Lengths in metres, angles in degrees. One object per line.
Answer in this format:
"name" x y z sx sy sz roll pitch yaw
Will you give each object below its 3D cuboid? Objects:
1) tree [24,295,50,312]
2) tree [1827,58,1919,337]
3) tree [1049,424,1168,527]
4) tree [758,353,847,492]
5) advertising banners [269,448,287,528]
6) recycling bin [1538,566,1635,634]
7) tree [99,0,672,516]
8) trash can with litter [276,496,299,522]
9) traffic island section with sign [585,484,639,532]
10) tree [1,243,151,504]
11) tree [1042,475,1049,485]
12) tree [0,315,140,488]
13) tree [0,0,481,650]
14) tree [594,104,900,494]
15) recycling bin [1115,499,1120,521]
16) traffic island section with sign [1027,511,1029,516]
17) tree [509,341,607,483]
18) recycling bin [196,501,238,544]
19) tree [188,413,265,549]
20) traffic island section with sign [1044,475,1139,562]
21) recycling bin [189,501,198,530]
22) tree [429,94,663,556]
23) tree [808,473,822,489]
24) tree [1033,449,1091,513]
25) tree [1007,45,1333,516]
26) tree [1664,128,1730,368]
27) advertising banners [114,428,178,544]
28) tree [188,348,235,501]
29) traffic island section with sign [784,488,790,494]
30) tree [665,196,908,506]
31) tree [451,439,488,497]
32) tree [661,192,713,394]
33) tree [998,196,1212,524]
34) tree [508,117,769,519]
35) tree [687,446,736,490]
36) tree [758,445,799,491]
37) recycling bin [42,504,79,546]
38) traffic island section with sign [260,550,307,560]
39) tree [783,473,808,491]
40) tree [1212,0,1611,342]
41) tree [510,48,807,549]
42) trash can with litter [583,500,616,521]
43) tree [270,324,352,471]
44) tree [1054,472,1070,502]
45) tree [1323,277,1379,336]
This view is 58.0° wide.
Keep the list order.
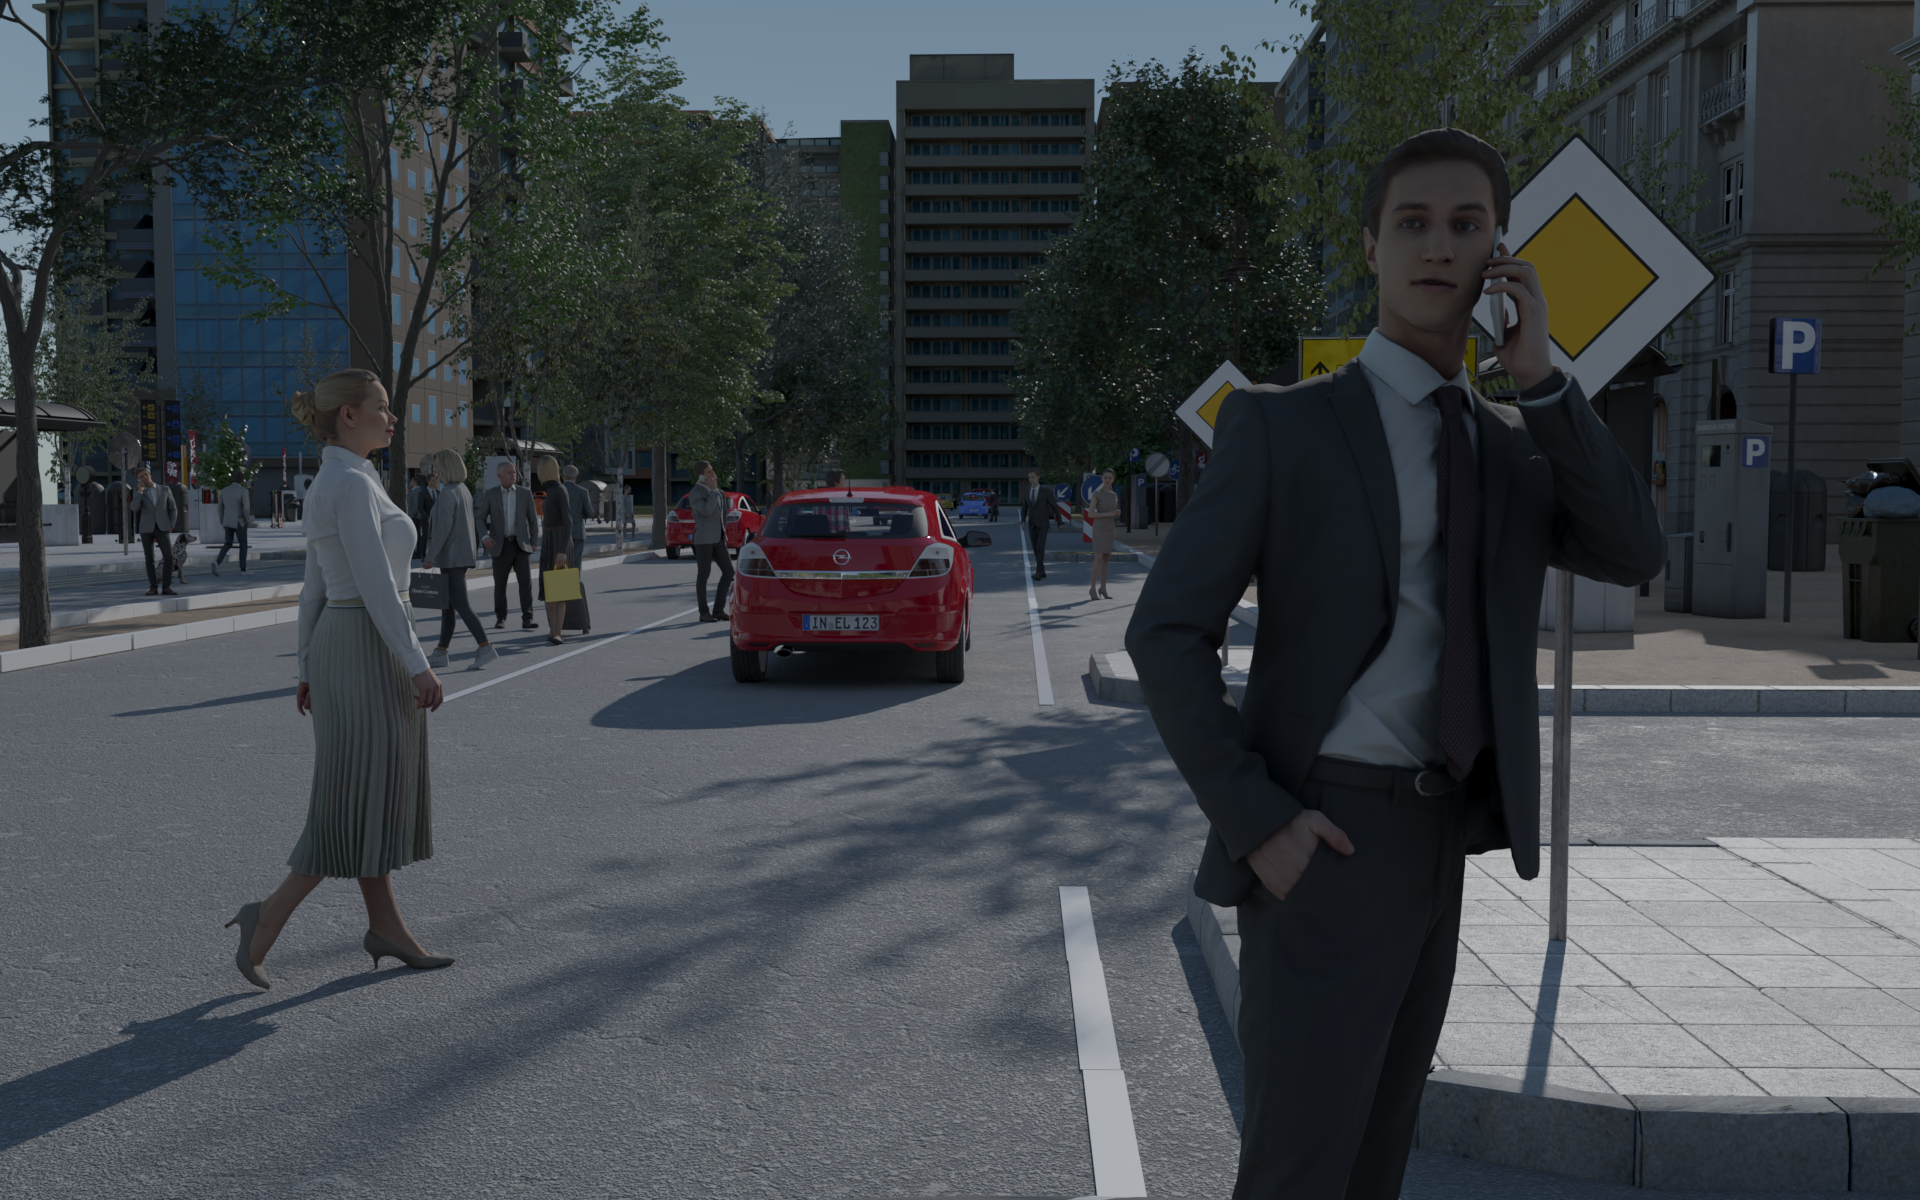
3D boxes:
"tree" -34.792 -6.988 64.614 4.737 8.622 4.395 0 3 0
"tree" 15.002 -4.577 25.190 4.737 8.622 4.395 0 3 0
"tree" 6.675 -5.182 68.447 4.285 4.588 4.351 0 3 0
"tree" -6.974 -7.370 73.311 4.360 8.622 3.978 0 3 0
"advertising banners" -25.720 -4.234 65.411 0.090 3.025 2.074 0 4 -4
"recycling bin" 5.838 -0.229 16.303 0.722 1.027 0.722 -1 4 -17
"tree" -7.974 -5.880 24.356 9.928 11.665 9.643 0 3 0
"trash can with litter" -30.645 -4.120 78.745 0.624 1.170 1.055 3 5 44
"traffic island section with sign" -13.243 -3.481 65.544 1.989 1.847 2.006 0 4 2
"tree" -25.176 -6.038 49.081 4.360 8.622 3.978 0 3 0
"tree" 9.389 -10.948 162.718 4.285 4.588 4.351 0 3 0
"tree" -37.524 -7.564 74.033 4.737 8.622 4.395 0 3 0
"tree" -8.224 -4.809 15.501 8.767 10.594 7.601 0 4 2
"tree" -6.957 -8.667 54.527 12.009 13.543 11.850 0 3 0
"recycling bin" 7.375 -4.341 83.532 0.722 1.027 0.722 -2 4 -27
"traffic island section with sign" 5.341 -6.487 114.685 1.989 1.847 2.006 0 4 2
"tree" -17.830 -7.800 77.892 4.737 8.622 4.395 0 3 0
"recycling bin" -19.276 -1.989 45.070 0.722 1.027 0.722 3 4 38
"tree" -17.309 -2.849 41.188 1.663 3.219 1.824 0 3 0
"traffic island section with sign" 2.825 -1.770 37.570 1.989 1.847 2.006 0 4 2
"recycling bin" -27.485 -3.034 62.156 0.722 1.027 0.722 0 4 -7
"tree" -7.966 -4.828 31.765 4.360 8.622 3.978 0 3 0
"tree" -13.543 -10.190 161.200 1.663 3.219 1.824 0 3 0
"tree" 8.266 -12.293 119.120 7.486 12.596 7.792 0 3 0
"tree" 5.772 -7.812 44.732 9.611 12.733 9.660 0 3 0
"tree" 12.964 -5.128 34.200 4.737 8.622 4.395 0 3 0
"advertising banners" -21.248 -3.008 45.375 0.090 3.025 2.074 2 4 26
"tree" -37.843 -8.272 85.607 4.360 8.622 3.978 0 3 0
"traffic island section with sign" -11.603 -6.541 115.574 1.989 1.847 2.006 0 4 2
"tree" -6.910 -8.942 65.671 9.611 12.733 9.660 0 3 0
"tree" -16.853 -3.973 59.554 1.663 3.219 1.824 0 3 0
"tree" -7.650 -5.262 38.849 4.360 8.622 3.978 0 3 0
"tree" 6.577 -10.312 75.250 9.857 13.997 8.962 0 3 0
"tree" -16.364 -14.183 87.773 12.611 20.169 13.585 0 3 0
"tree" -14.929 -7.368 104.173 4.285 4.588 4.351 0 3 0
"tree" -13.758 -11.195 133.403 4.737 8.622 4.395 0 3 0
"recycling bin" -22.321 -1.851 42.816 0.722 1.027 0.722 2 4 30
"traffic island section with sign" -14.134 -1.820 38.383 1.989 1.847 2.006 0 4 2
"tree" -13.550 -8.912 140.316 1.663 3.219 1.824 0 3 0
"tree" 4.791 -4.156 18.319 4.737 8.622 4.395 0 3 0
"tree" -7.868 -7.594 44.751 7.486 12.596 7.792 0 3 0
"trash can with litter" -16.786 -4.358 82.303 2.233 1.210 1.678 0 4 1
"tree" -27.479 -7.604 74.685 4.360 8.622 3.978 0 3 0
"tree" 7.746 -10.831 127.453 4.737 8.622 4.395 0 3 0
"tree" 13.119 -6.580 57.952 4.360 8.622 3.978 0 3 0
